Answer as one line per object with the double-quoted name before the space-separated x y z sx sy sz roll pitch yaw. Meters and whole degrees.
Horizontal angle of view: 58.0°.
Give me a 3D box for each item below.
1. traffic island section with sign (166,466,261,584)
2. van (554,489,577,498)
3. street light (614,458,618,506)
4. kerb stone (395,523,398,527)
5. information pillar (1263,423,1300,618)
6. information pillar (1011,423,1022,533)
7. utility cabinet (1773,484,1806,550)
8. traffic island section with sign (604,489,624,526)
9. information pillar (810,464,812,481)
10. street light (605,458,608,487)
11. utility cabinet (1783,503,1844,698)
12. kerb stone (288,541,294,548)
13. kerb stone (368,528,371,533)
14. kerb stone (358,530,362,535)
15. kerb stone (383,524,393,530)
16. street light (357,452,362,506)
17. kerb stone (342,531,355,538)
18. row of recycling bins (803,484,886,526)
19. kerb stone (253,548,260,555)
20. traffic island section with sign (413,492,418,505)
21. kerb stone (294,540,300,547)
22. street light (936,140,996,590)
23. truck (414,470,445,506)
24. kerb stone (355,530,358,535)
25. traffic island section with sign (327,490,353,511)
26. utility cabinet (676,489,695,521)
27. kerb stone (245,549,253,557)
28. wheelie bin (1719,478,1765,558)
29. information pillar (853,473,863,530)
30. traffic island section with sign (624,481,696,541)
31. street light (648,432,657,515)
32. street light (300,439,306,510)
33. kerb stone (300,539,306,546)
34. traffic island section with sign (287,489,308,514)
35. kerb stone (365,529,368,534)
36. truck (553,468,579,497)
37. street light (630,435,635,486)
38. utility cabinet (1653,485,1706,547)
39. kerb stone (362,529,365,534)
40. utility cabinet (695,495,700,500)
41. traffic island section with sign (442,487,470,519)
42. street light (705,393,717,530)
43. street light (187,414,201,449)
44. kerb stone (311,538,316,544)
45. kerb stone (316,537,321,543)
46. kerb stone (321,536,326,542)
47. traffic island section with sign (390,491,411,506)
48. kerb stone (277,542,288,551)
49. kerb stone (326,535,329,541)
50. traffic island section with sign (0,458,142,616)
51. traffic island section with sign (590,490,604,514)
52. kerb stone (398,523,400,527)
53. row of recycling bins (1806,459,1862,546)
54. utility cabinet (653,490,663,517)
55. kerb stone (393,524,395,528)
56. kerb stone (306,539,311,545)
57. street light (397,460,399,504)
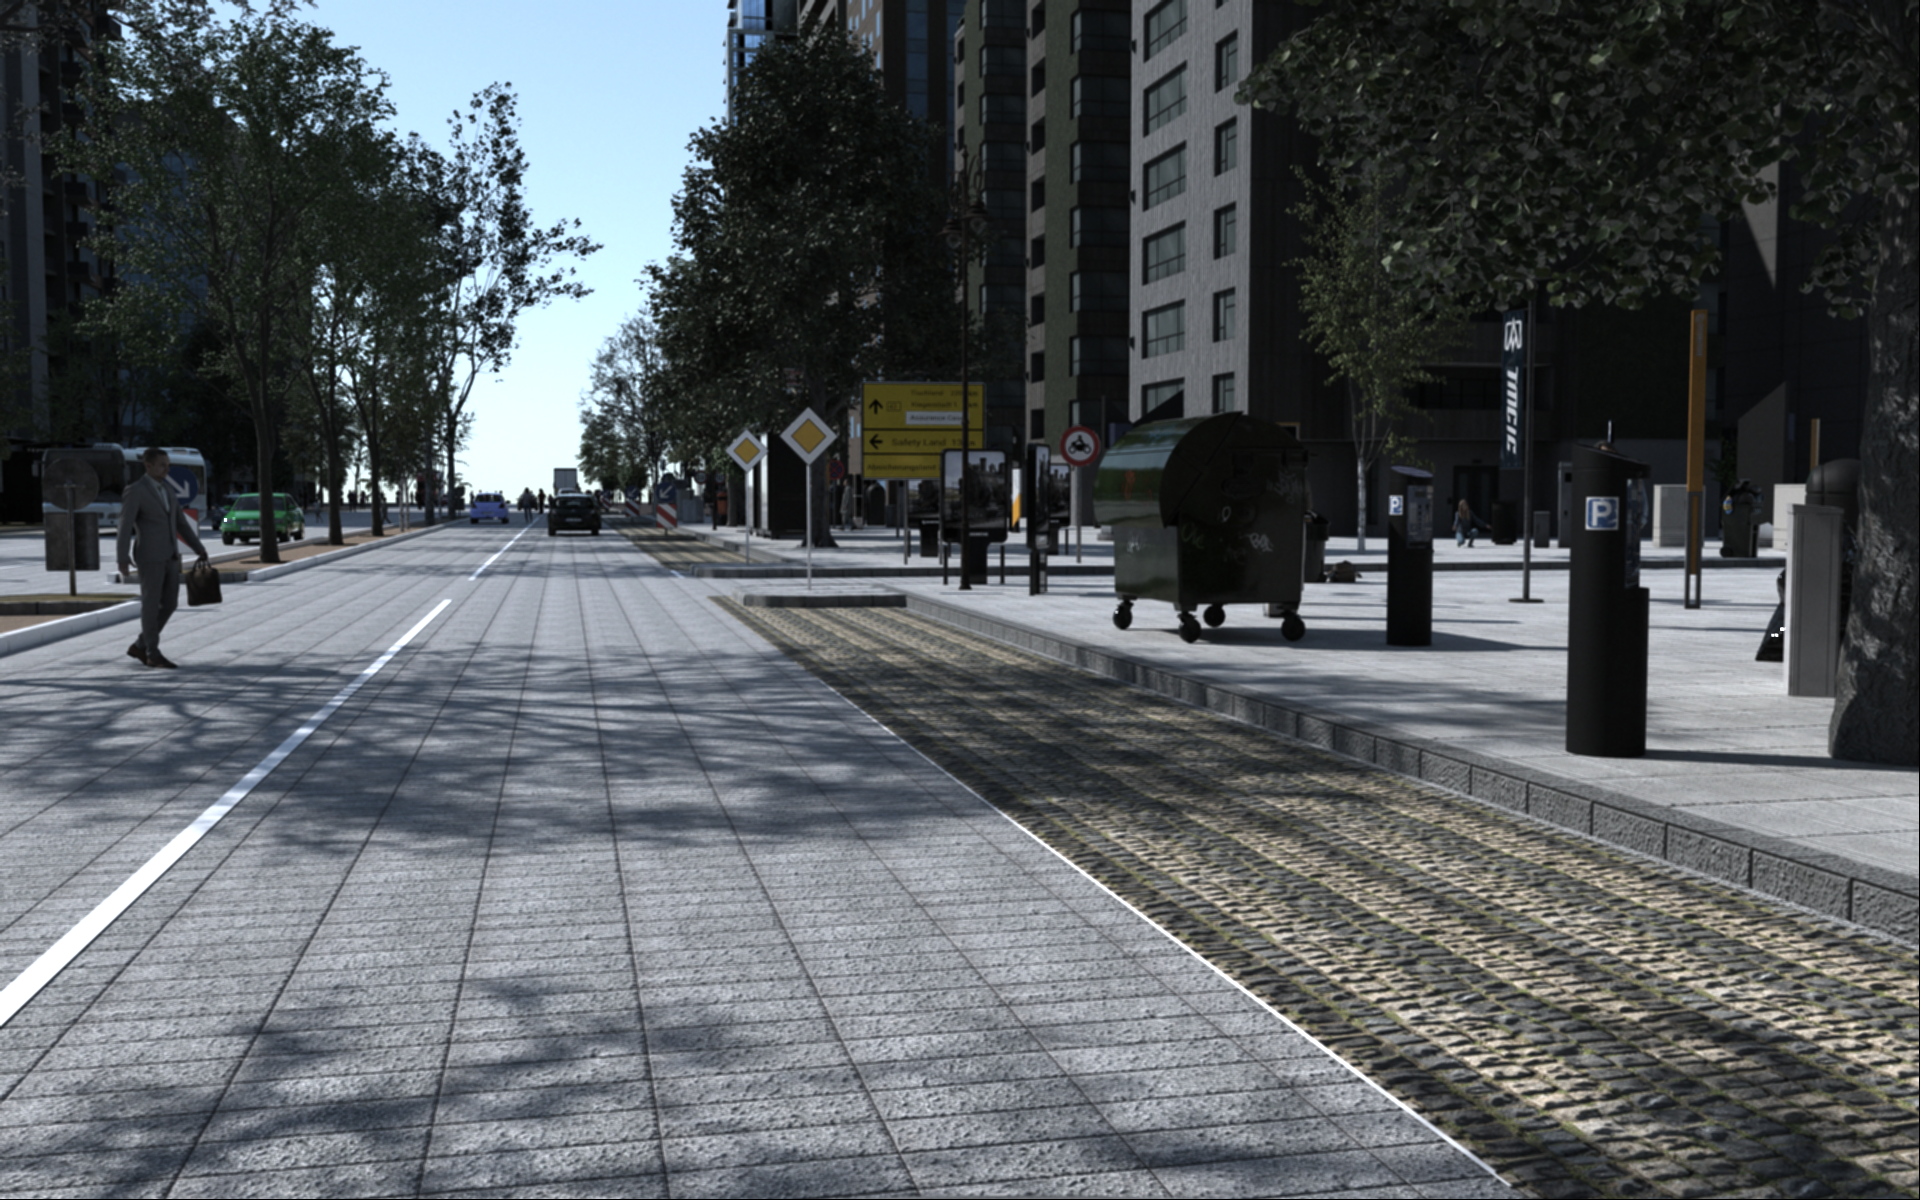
"traffic island section with sign" -12.722 -1.245 28.493 2.006 1.907 1.989 -1 4 -13
"van" -31.396 -8.042 138.502 2.013 2.044 4.112 -1 4 -15
"street light" -35.479 -12.599 178.784 0.468 5.910 1.993 -1 4 -13
"kerb stone" -24.014 -3.124 73.279 0.120 0.150 1.000 -1 4 -13
"information pillar" 3.340 -0.827 18.018 0.304 2.012 0.304 0 4 -2
"information pillar" 1.874 -4.026 57.186 0.183 3.616 0.504 -2 4 -26
"utility cabinet" 18.767 -1.844 38.830 0.318 1.500 1.173 -1 4 -12
"traffic island section with sign" -15.171 -4.330 79.417 1.989 1.847 2.006 -1 4 -13
"information pillar" -7.546 -5.879 87.472 0.183 3.616 0.504 -2 4 -25
"street light" -44.314 -14.960 217.380 0.468 5.910 1.993 -1 4 -13
"utility cabinet" 5.594 -0.012 11.359 0.306 1.237 1.020 2 4 23
"kerb stone" -17.619 -1.412 45.286 0.120 0.150 1.000 -1 4 -13
"kerb stone" -21.718 -2.511 63.275 0.120 0.150 1.000 -1 4 -13
"kerb stone" -21.036 -2.328 60.271 0.120 0.150 1.000 -1 4 -13
"kerb stone" -23.549 -3.002 71.276 0.120 0.150 1.000 -1 4 -13
"street light" -62.868 -12.756 181.350 0.468 5.910 1.993 -1 4 -13
"kerb stone" -20.582 -2.207 58.273 0.120 0.150 1.000 -1 4 -13
"row of recycling bins" -4.744 -3.896 70.815 3.534 1.692 1.069 1 4 13
"kerb stone" -16.482 -1.107 40.299 0.120 0.150 1.000 -1 4 -13
"traffic island section with sign" -71.859 -13.517 229.625 1.989 1.847 2.006 -1 4 -13
"kerb stone" -17.843 -1.473 46.283 0.120 0.150 1.000 -1 4 -13
"street light" 0.070 -3.076 23.074 0.468 5.910 1.993 -1 4 -13
"truck" -63.647 -13.403 208.050 2.839 4.237 11.283 -1 4 -12
"kerb stone" -20.813 -2.267 59.268 0.120 0.150 1.000 -1 4 -13
"traffic island section with sign" -53.605 -8.628 149.696 1.989 1.847 2.006 -1 4 -13
"utility cabinet" -13.017 -4.486 82.027 0.318 1.500 1.173 2 4 23
"kerb stone" -16.250 -1.046 39.302 0.120 0.150 1.000 -1 4 -13
"wheelie bin" 15.770 -1.651 34.903 0.980 1.594 0.693 -3 5 -44
"information pillar" -3.635 -3.509 61.863 0.304 2.012 0.304 -1 4 -16
"traffic island section with sign" -9.167 -2.722 53.137 1.989 1.847 2.006 -1 4 -13
"street light" -18.468 -8.033 104.134 0.468 5.910 1.993 -1 4 -13
"street light" -54.091 -10.395 142.741 0.468 5.910 1.993 -1 4 -13
"kerb stone" -18.073 -1.535 47.290 0.120 0.150 1.000 -1 4 -13
"traffic island section with sign" -47.577 -7.017 123.360 1.989 1.847 2.006 -1 4 -13
"kerb stone" -21.495 -2.451 62.263 0.120 0.150 1.000 -1 4 -13
"truck" -43.962 -12.495 193.209 2.839 4.237 11.283 -1 4 -13
"street light" -25.746 -10.002 136.327 0.468 5.910 1.993 -1 4 -13
"utility cabinet" 17.202 -2.002 41.418 1.173 1.500 0.318 -1 4 -11
"kerb stone" -21.261 -2.390 61.268 0.120 0.150 1.000 -1 4 -13
"utility cabinet" -13.486 -4.599 86.348 1.020 1.237 0.306 -1 4 -23
"traffic island section with sign" -29.460 -5.726 101.750 2.006 1.907 1.989 -1 4 -13
"street light" -8.762 -5.436 61.671 0.468 5.910 1.993 -1 4 -13
"street light" -44.310 -7.799 100.295 0.468 5.910 1.993 -1 4 -13
"kerb stone" -18.534 -1.656 49.292 0.120 0.150 1.000 -1 4 -13
"kerb stone" -18.758 -1.717 50.289 0.120 0.150 1.000 -1 4 -13
"kerb stone" -18.985 -1.780 51.291 0.120 0.150 1.000 -1 4 -13
"traffic island section with sign" -65.856 -11.909 203.345 1.989 1.847 2.006 -1 4 -13
"kerb stone" -17.390 -1.351 44.286 0.120 0.150 1.000 -1 4 -13
"kerb stone" -19.212 -1.838 52.293 0.120 0.150 1.000 -1 4 -13
"traffic island section with sign" -11.082 -0.803 21.269 2.006 1.907 1.989 -1 4 -13
"traffic island section with sign" -26.129 -7.264 127.400 1.989 1.847 2.006 -1 4 -13
"kerb stone" -24.237 -3.186 74.283 0.120 0.150 1.000 -1 4 -13
"row of recycling bins" 11.325 -0.862 21.199 1.069 1.692 3.534 3 5 44
"utility cabinet" -16.696 -5.329 95.813 0.318 1.500 1.173 0 4 4
"kerb stone" -23.779 -3.063 72.272 0.120 0.150 1.000 -1 4 -13
"kerb stone" -18.307 -1.596 48.295 0.120 0.150 1.000 -1 4 -13
"street light" -72.579 -15.353 223.812 0.468 5.910 1.993 -1 4 -13
